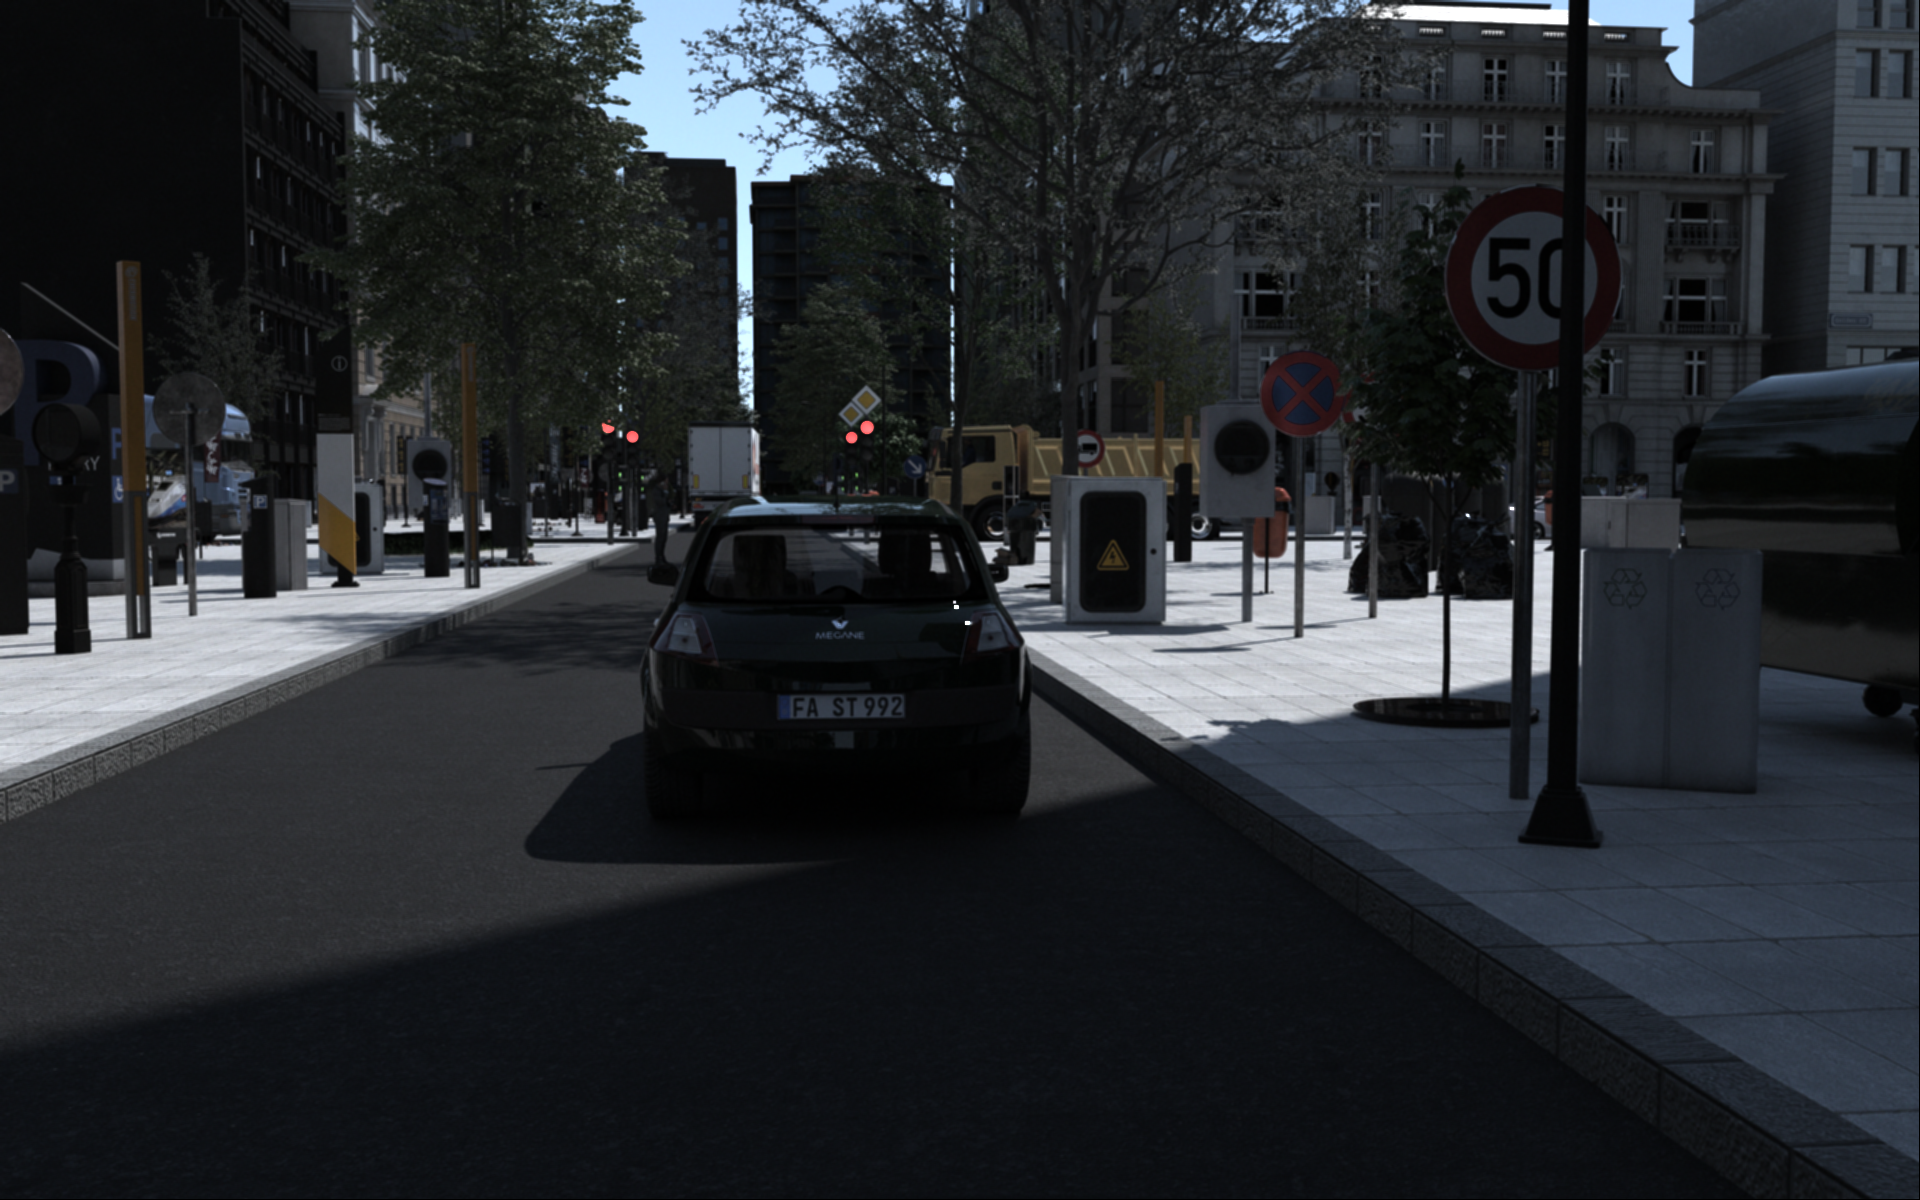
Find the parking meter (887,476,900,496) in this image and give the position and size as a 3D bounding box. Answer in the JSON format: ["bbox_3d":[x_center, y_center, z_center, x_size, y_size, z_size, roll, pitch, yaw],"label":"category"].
[{"bbox_3d":[-2.177,-3.119,56.705,0.399,1.863,0.255,1,4,9],"label":"parking meter"}]

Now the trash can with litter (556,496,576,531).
[{"bbox_3d":[-14.760,-2.995,60.031,2.233,1.210,1.678,-3,5,-42],"label":"trash can with litter"}]

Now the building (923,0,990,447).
[{"bbox_3d":[8.695,-52.689,174.134,22.319,86.520,31.000,0,4,-6],"label":"building"}]

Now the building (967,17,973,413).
[{"bbox_3d":[7.368,-28.673,152.398,14.154,41.232,14.086,0,4,-6],"label":"building"}]

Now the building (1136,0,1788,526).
[{"bbox_3d":[20.849,-14.296,75.543,24.055,21.916,13.314,0,4,-6],"label":"building"}]

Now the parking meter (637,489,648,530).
[{"bbox_3d":[-11.461,-3.312,62.563,0.372,1.533,0.369,0,3,0],"label":"parking meter"}]

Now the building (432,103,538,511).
[{"bbox_3d":[-40.219,-21.974,130.979,14.160,30.474,14.107,0,4,-6],"label":"building"}]

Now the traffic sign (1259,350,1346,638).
[{"bbox_3d":[3.036,-0.938,15.439,0.768,2.556,0.104,0,4,0],"label":"traffic sign"}]

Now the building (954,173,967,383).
[{"bbox_3d":[10.058,-37.557,237.753,21.600,48.544,21.300,0,4,-6],"label":"building"}]

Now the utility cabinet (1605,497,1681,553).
[{"bbox_3d":[8.988,-0.709,22.749,1.020,1.237,0.306,-2,4,-28],"label":"utility cabinet"}]

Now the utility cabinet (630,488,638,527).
[{"bbox_3d":[-12.640,-3.609,67.679,0.318,1.500,1.173,-2,4,-25],"label":"utility cabinet"}]

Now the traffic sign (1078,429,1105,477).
[{"bbox_3d":[2.465,-2.073,34.005,0.768,2.556,0.104,0,4,-4],"label":"traffic sign"}]

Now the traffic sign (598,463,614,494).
[{"bbox_3d":[-14.364,-4.318,70.704,0.768,2.556,0.104,0,4,-5],"label":"traffic sign"}]

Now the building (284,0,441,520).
[{"bbox_3d":[-34.884,-18.489,88.201,13.634,28.700,20.117,0,4,-6],"label":"building"}]

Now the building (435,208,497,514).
[{"bbox_3d":[-37.947,-16.419,110.250,13.314,21.916,24.055,0,4,-6],"label":"building"}]

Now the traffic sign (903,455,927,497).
[{"bbox_3d":[-1.467,-3.457,56.621,0.768,2.556,0.104,0,4,0],"label":"traffic sign"}]

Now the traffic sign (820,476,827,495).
[{"bbox_3d":[-9.019,-6.979,114.213,0.768,2.556,0.104,0,4,1],"label":"traffic sign"}]

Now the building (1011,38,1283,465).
[{"bbox_3d":[15.240,-18.837,112.498,19.350,26.468,34.151,0,4,-6],"label":"building"}]

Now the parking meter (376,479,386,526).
[{"bbox_3d":[-23.188,-3.893,69.368,0.255,1.863,0.399,-2,4,-33],"label":"parking meter"}]

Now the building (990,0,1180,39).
[{"bbox_3d":[9.116,-27.807,138.246,14.154,41.232,14.086,0,4,-6],"label":"building"}]

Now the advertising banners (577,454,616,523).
[{"bbox_3d":[-15.819,-4.893,76.195,2.074,3.025,0.090,1,4,9],"label":"advertising banners"}]

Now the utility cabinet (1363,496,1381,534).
[{"bbox_3d":[13.285,-2.720,55.627,0.306,1.237,1.020,3,4,38],"label":"utility cabinet"}]

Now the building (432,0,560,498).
[{"bbox_3d":[-45.246,-43.325,146.609,20.563,71.187,20.611,0,4,-6],"label":"building"}]

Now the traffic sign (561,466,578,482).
[{"bbox_3d":[-16.870,-4.568,74.788,0.768,2.556,0.104,0,4,-2],"label":"traffic sign"}]

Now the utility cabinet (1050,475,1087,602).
[{"bbox_3d":[1.429,-0.736,20.709,0.318,1.500,1.173,1,4,23],"label":"utility cabinet"}]

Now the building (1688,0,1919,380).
[{"bbox_3d":[49.098,-18.290,76.531,29.804,29.767,11.434,0,4,-6],"label":"building"}]

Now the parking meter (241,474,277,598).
[{"bbox_3d":[-8.676,-0.796,21.432,0.372,1.533,0.369,0,3,0],"label":"parking meter"}]

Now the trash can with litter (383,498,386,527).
[{"bbox_3d":[-22.322,-3.321,65.692,1.055,1.170,0.624,0,4,2],"label":"trash can with litter"}]

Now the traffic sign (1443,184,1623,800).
[{"bbox_3d":[2.359,-0.436,7.231,0.768,2.556,0.104,0,4,-6],"label":"traffic sign"}]

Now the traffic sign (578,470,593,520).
[{"bbox_3d":[-18.796,-5.312,86.957,0.768,2.556,0.104,0,4,0],"label":"traffic sign"}]

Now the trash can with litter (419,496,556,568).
[{"bbox_3d":[-8.485,-1.215,30.921,2.233,1.210,1.678,0,4,-8],"label":"trash can with litter"}]

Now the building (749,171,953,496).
[{"bbox_3d":[-15.597,-35.535,235.618,28.867,44.769,22.147,0,4,-6],"label":"building"}]

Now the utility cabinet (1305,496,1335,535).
[{"bbox_3d":[11.326,-2.665,54.742,1.020,1.237,0.306,3,5,43],"label":"utility cabinet"}]

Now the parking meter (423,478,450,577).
[{"bbox_3d":[-8.106,-1.125,26.807,0.372,1.533,0.369,0,3,0],"label":"parking meter"}]

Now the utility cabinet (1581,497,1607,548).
[{"bbox_3d":[15.128,-1.812,40.794,1.020,1.237,0.306,2,4,28],"label":"utility cabinet"}]

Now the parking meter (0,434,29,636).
[{"bbox_3d":[-8.724,-0.615,15.770,0.255,1.863,0.399,3,4,36],"label":"parking meter"}]

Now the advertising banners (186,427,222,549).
[{"bbox_3d":[-18.217,-2.724,40.719,2.074,3.025,0.090,1,4,13],"label":"advertising banners"}]

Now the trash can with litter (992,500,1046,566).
[{"bbox_3d":[1.053,-1.217,31.277,0.624,1.170,1.055,2,4,32],"label":"trash can with litter"}]

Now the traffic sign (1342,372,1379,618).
[{"bbox_3d":[4.282,-1.088,17.890,0.768,2.556,0.104,0,4,-6],"label":"traffic sign"}]

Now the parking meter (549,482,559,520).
[{"bbox_3d":[-20.214,-4.928,86.283,0.399,1.863,0.255,-3,4,-39],"label":"parking meter"}]

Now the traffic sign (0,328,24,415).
[{"bbox_3d":[-7.128,-0.756,12.468,0.768,2.556,0.104,0,4,-4],"label":"traffic sign"}]

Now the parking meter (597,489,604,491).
[{"bbox_3d":[-19.434,-5.218,93.722,0.372,1.533,0.369,0,3,0],"label":"parking meter"}]

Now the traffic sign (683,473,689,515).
[{"bbox_3d":[-16.655,-6.389,104.558,0.768,2.556,0.104,0,4,-6],"label":"traffic sign"}]

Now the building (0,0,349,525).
[{"bbox_3d":[-33.163,-14.729,70.503,12.332,23.373,15.834,0,4,-6],"label":"building"}]

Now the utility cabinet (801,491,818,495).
[{"bbox_3d":[-10.879,-7.115,125.014,1.173,1.500,0.318,0,4,5],"label":"utility cabinet"}]

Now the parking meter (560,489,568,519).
[{"bbox_3d":[-20.135,-4.890,88.369,0.372,1.533,0.369,0,3,0],"label":"parking meter"}]

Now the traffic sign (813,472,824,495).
[{"bbox_3d":[-7.991,-6.019,98.513,0.768,2.556,0.104,0,4,-5],"label":"traffic sign"}]

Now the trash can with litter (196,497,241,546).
[{"bbox_3d":[-18.498,-1.957,43.058,2.233,1.210,1.678,0,4,-6],"label":"trash can with litter"}]

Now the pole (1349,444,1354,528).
[{"bbox_3d":[14.715,-4.365,65.203,0.158,3.312,0.155,0,3,0],"label":"pole"}]

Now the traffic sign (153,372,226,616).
[{"bbox_3d":[-8.084,-1.105,18.177,0.768,2.556,0.104,0,4,0],"label":"traffic sign"}]

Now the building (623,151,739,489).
[{"bbox_3d":[-36.666,-35.463,229.922,14.200,45.320,14.600,0,4,-6],"label":"building"}]

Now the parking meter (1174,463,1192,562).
[{"bbox_3d":[4.231,-1.662,32.882,0.255,1.863,0.399,-1,4,-11],"label":"parking meter"}]

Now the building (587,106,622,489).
[{"bbox_3d":[-58.135,-39.439,234.070,27.495,52.752,28.713,0,4,-6],"label":"building"}]

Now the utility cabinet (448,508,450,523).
[{"bbox_3d":[-22.908,-3.976,76.168,1.020,1.237,0.306,2,4,25],"label":"utility cabinet"}]

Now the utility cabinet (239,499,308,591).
[{"bbox_3d":[-9.219,-0.741,23.281,1.020,1.237,0.306,2,4,31],"label":"utility cabinet"}]

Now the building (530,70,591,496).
[{"bbox_3d":[-46.119,-32.308,178.342,14.200,45.320,14.600,0,4,-6],"label":"building"}]
